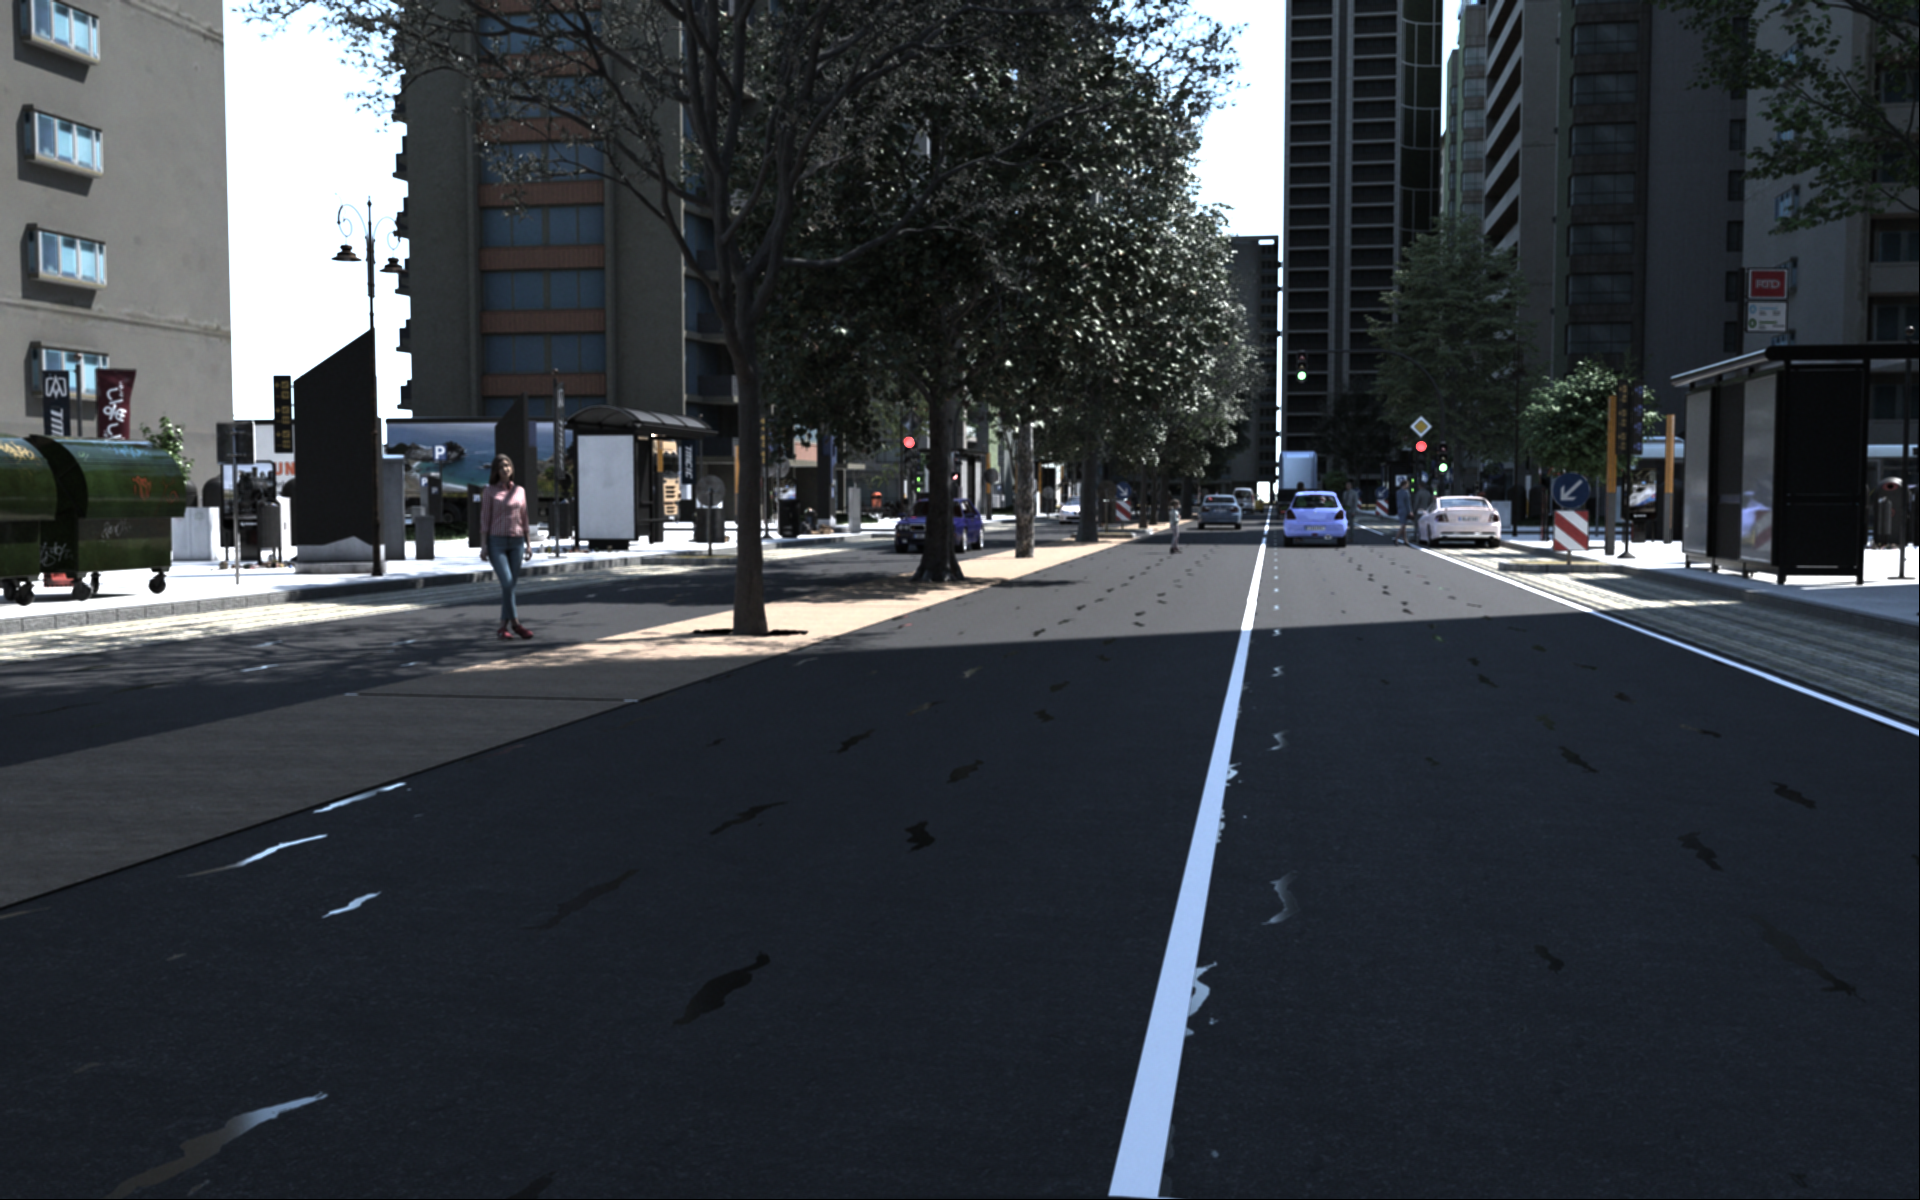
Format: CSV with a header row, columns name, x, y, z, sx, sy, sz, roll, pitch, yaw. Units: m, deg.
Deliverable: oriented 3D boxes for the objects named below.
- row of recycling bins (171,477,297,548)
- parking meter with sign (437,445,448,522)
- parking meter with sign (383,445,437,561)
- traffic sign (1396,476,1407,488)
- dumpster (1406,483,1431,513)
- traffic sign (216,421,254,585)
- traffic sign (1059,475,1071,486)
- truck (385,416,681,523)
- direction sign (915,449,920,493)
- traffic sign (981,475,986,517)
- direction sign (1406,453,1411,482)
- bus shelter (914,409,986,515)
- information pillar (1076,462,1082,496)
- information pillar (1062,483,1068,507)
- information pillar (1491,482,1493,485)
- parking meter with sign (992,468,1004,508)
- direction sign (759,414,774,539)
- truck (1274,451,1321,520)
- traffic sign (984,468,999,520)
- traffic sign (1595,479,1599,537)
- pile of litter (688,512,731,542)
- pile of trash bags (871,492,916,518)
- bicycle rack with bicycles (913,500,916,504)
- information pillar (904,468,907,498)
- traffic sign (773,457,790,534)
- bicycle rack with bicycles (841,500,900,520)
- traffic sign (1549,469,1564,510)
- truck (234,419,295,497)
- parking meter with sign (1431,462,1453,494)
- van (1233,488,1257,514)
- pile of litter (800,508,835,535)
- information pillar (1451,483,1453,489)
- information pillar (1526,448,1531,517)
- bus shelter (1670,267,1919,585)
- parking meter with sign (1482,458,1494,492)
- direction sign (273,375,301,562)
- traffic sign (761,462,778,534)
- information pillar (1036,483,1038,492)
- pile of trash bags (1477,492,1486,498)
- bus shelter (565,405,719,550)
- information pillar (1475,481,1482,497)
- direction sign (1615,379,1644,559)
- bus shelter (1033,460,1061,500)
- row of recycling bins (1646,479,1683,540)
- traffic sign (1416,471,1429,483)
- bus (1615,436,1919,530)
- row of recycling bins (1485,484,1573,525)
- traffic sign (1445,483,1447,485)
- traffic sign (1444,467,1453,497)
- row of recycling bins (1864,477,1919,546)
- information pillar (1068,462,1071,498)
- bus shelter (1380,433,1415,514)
name,x,y,z,sx,sy,sz,roll,pitch,yaw
row of recycling bins,-17.533,-2.149,42.255,3.534,1.692,1.069,-1,4,-21
parking meter with sign,-18.562,-3.932,60.545,0.543,3.016,1.738,1,4,13
parking meter with sign,-11.092,-2.278,33.499,1.738,3.016,0.543,-1,4,-15
traffic sign,23.884,-5.606,93.782,0.606,2.300,0.079,1,4,14
dumpster,23.209,-5.007,87.628,1.264,1.857,1.865,1,4,10
traffic sign,-10.202,-1.362,24.399,0.606,2.300,0.079,1,4,15
traffic sign,7.227,-7.318,119.647,0.884,2.594,0.081,1,4,17
truck,-15.339,-4.575,63.722,11.283,4.237,2.839,1,4,11
direction sign,-2.191,-5.875,88.053,0.379,3.537,0.876,-1,4,-22
traffic sign,1.417,-5.697,95.269,0.606,2.300,0.079,1,4,11
direction sign,24.739,-6.337,95.599,0.379,3.537,0.876,2,4,26
bus shelter,-0.573,-6.304,80.705,2.179,5.291,8.768,1,4,10
information pillar,8.589,-8.144,124.510,0.504,3.616,0.183,3,4,37
information pillar,7.044,-6.835,116.243,0.304,2.012,0.304,-1,4,-21
information pillar,31.331,-5.999,102.568,0.304,2.012,0.304,3,4,37
parking meter with sign,2.467,-7.323,115.988,0.543,3.016,1.738,-2,4,-25
direction sign,-5.521,-3.514,49.455,0.379,3.537,0.876,1,4,20
truck,20.130,-6.920,102.895,2.967,4.110,18.799,1,4,10
traffic sign,1.540,-5.229,85.597,0.768,2.556,0.104,1,4,15
traffic sign,19.194,-3.182,52.133,0.768,2.556,0.104,1,4,18
pile of litter,-6.748,-1.994,46.568,1.176,0.858,1.719,0,4,-4
pile of trash bags,-3.496,-5.112,93.326,1.912,1.369,3.447,3,5,41
bicycle rack with bicycles,-2.813,-5.288,99.849,2.852,0.926,2.925,-2,4,-26
information pillar,-3.261,-6.845,103.272,0.183,3.616,0.504,0,4,7
traffic sign,-5.775,-3.358,55.015,0.768,2.556,0.104,1,4,15
bicycle rack with bicycles,-4.522,-4.494,86.866,2.925,0.926,2.852,0,4,1
traffic sign,16.836,-2.959,48.375,0.884,2.594,0.081,1,4,11
truck,-29.314,-4.755,66.655,11.283,4.237,2.839,1,4,11
parking meter with sign,25.793,-5.945,93.464,1.738,3.016,0.543,0,4,3
van,20.550,-7.255,125.636,2.013,2.044,4.112,1,4,10
pile of litter,-4.479,-2.495,54.761,1.176,0.858,1.719,2,4,35
information pillar,26.421,-5.385,92.537,0.304,2.012,0.304,-3,4,-36
information pillar,25.082,-5.203,76.431,0.183,3.616,0.504,0,4,1
bus shelter,13.167,-3.110,28.487,2.179,5.291,8.768,1,4,10
parking meter with sign,25.836,-5.422,84.905,0.543,3.016,1.738,1,4,14
direction sign,-12.600,-2.506,32.969,0.876,3.537,0.379,0,4,1
traffic sign,-5.912,-3.219,52.736,0.768,2.556,0.104,1,4,17
information pillar,4.908,-6.694,113.945,0.304,2.012,0.304,-3,4,-39
pile of trash bags,22.388,-3.999,75.136,1.912,1.369,3.447,0,4,5
bus shelter,-7.662,-2.937,41.944,2.014,3.302,5.546,1,4,10
information pillar,29.710,-5.791,99.168,0.304,2.012,0.304,-2,4,-28
direction sign,13.268,-2.592,34.375,0.876,3.537,0.379,-3,4,-36
bus shelter,5.754,-7.861,119.813,1.731,3.624,6.357,1,4,10
row of recycling bins,20.150,-2.492,47.852,1.069,1.692,3.534,-2,4,-34
traffic sign,25.495,-5.847,95.709,0.768,2.556,0.104,1,4,14
bus,28.010,-3.690,55.186,13.247,3.499,2.948,1,4,11
row of recycling bins,23.641,-3.970,72.023,3.534,1.692,1.069,2,4,27
traffic sign,27.428,-6.013,98.421,0.768,2.556,0.104,1,4,11
traffic sign,23.435,-5.061,82.860,0.768,2.556,0.104,1,4,13
row of recycling bins,22.774,-2.216,43.343,3.534,1.692,1.069,2,4,26
information pillar,7.890,-8.176,125.027,0.183,3.616,0.504,1,4,18
bus shelter,28.357,-8.220,112.028,2.179,5.291,8.768,1,4,10
